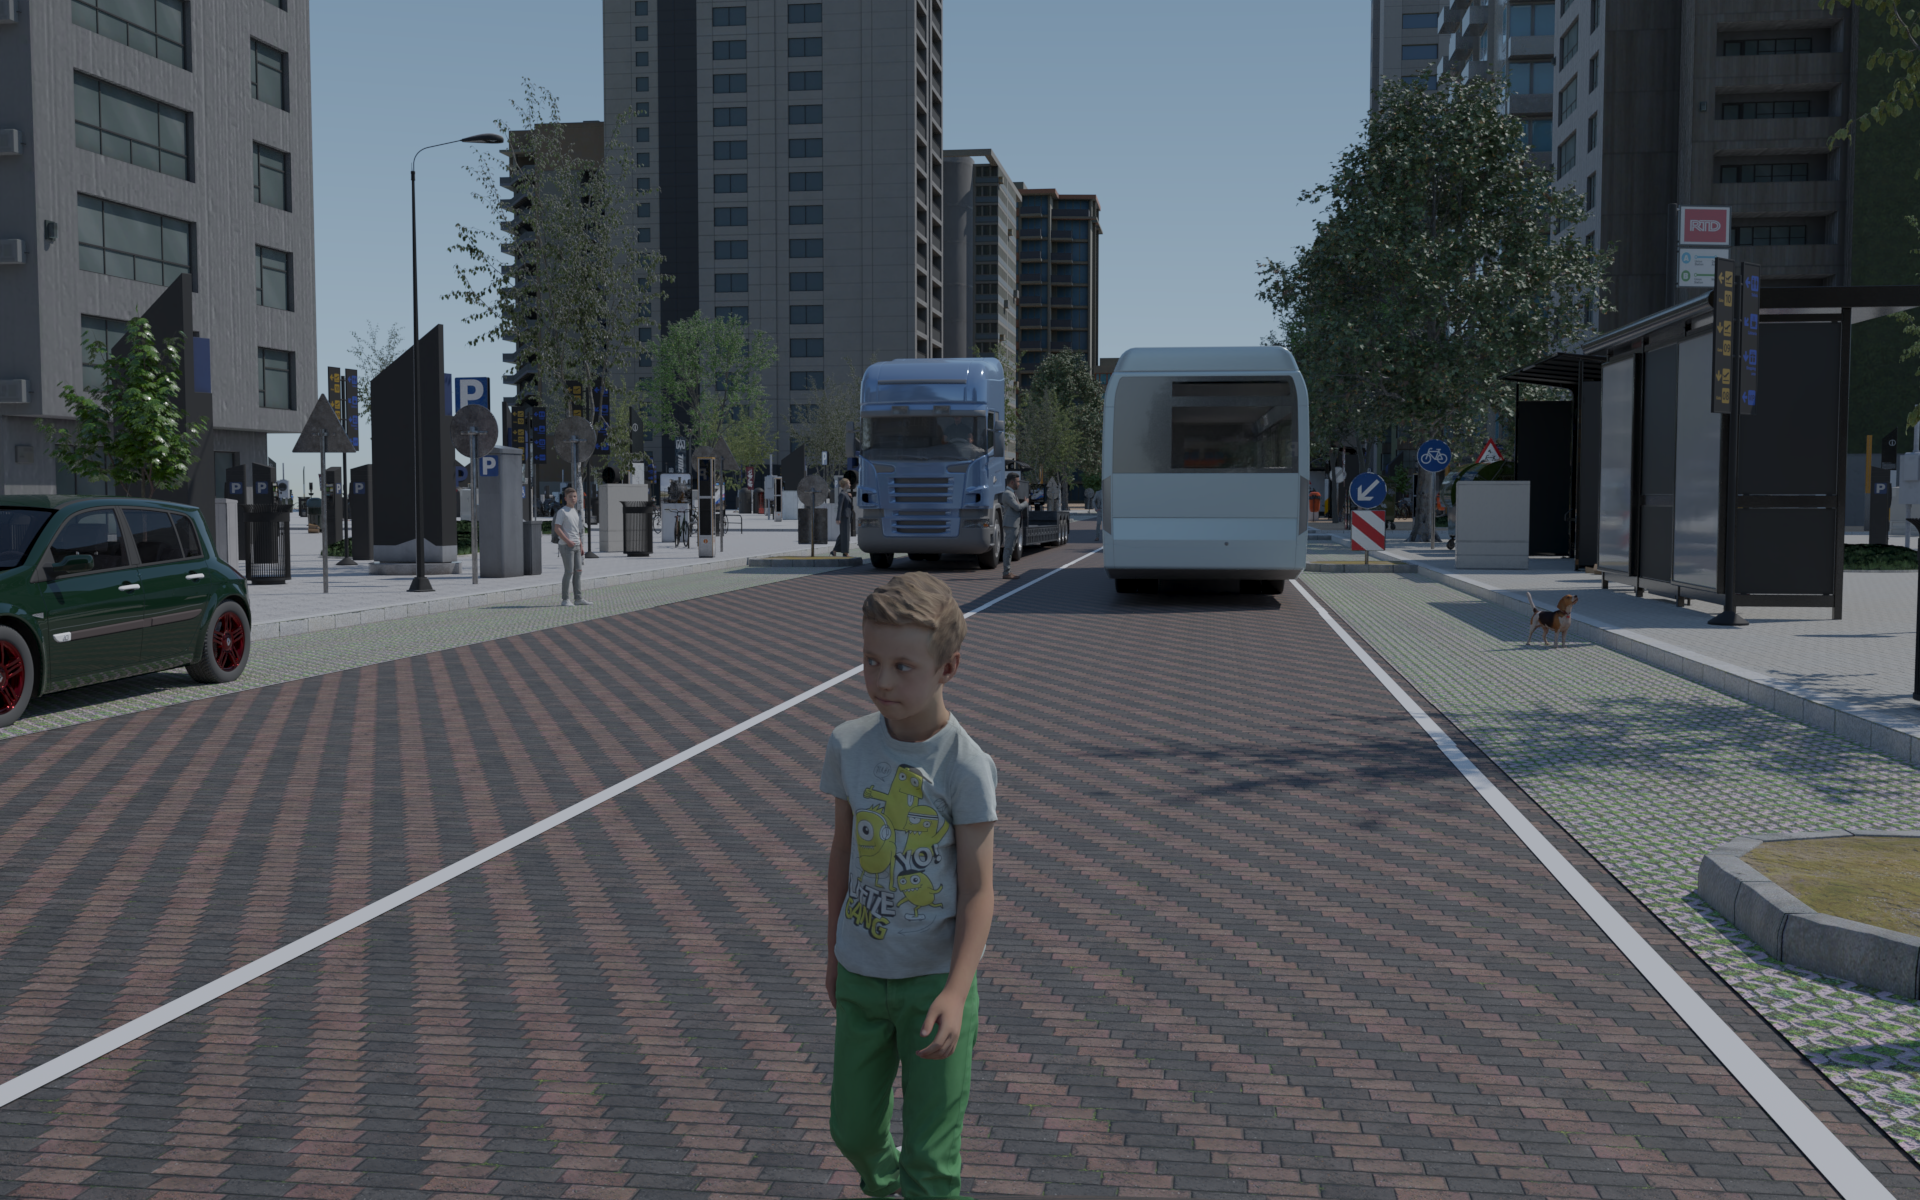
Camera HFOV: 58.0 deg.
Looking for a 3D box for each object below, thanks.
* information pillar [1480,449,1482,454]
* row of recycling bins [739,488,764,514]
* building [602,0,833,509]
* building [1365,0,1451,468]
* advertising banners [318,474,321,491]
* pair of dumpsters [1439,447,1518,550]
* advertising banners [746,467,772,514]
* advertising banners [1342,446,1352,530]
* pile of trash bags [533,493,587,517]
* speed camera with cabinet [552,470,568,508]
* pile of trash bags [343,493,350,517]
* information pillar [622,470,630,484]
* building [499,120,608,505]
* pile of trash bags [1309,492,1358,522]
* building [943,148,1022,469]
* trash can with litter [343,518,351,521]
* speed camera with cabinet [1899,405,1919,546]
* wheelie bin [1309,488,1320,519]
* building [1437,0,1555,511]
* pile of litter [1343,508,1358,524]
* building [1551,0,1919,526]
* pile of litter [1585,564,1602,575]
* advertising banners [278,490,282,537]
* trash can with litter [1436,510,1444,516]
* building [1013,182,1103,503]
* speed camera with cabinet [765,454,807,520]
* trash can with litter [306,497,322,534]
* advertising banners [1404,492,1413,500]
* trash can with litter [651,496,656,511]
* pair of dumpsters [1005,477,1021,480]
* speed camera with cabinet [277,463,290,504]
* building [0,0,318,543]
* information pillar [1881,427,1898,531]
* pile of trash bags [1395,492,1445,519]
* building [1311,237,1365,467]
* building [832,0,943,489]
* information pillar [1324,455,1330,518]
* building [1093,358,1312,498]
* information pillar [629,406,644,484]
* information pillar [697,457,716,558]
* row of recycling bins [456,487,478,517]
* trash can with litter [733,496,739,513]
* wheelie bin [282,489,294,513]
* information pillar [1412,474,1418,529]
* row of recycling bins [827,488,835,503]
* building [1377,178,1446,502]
[{"bbox_3d":[23.679,-5.319,78.315,0.183,3.616,0.504,-3,5,-45],"label":"information pillar"},{"bbox_3d":[-12.704,-6.497,113.331,3.534,1.692,1.069,-1,4,-19],"label":"row of recycling bins"},{"bbox_3d":[-27.342,-46.487,198.312,20.611,71.187,20.563,1,4,8],"label":"building"},{"bbox_3d":[53.944,-39.223,183.299,21.231,58.520,28.212,1,4,8],"label":"building"},{"bbox_3d":[-53.950,-9.314,148.475,2.074,3.025,0.090,0,4,-3],"label":"advertising banners"},{"bbox_3d":[11.566,-2.161,37.823,1.574,2.255,4.437,0,4,8],"label":"pair of dumpsters"},{"bbox_3d":[-12.622,-6.979,110.300,2.074,3.025,0.090,0,4,4],"label":"advertising banners"},{"bbox_3d":[13.979,-4.060,62.572,0.090,3.025,2.074,0,4,5],"label":"advertising banners"},{"bbox_3d":[-22.518,-5.300,96.409,3.447,1.369,1.912,-1,4,-20],"label":"pile of trash bags"},{"bbox_3d":[-32.277,-8.922,140.208,0.660,3.252,2.038,1,4,15],"label":"speed camera with cabinet"},{"bbox_3d":[-31.807,-4.993,91.381,3.447,1.369,1.912,1,4,10],"label":"pile of trash bags"},{"bbox_3d":[-10.307,-3.024,53.936,0.304,2.012,0.304,2,4,31],"label":"information pillar"},{"bbox_3d":[-44.671,-33.929,204.855,14.200,45.320,14.600,1,4,8],"label":"building"},{"bbox_3d":[17.628,-4.246,79.177,3.447,1.369,1.912,1,4,18],"label":"pile of trash bags"},{"bbox_3d":[-6.049,-30.508,190.684,23.993,40.220,32.217,1,4,8],"label":"building"},{"bbox_3d":[-29.329,-4.356,82.276,2.233,1.210,1.678,0,4,4],"label":"trash can with litter"},{"bbox_3d":[21.609,-2.661,37.838,0.660,3.252,2.038,-1,4,-22],"label":"speed camera with cabinet"},{"bbox_3d":[17.858,-4.868,87.500,0.693,1.594,0.980,1,4,14],"label":"wheelie bin"},{"bbox_3d":[44.807,-30.478,117.920,23.786,49.044,30.456,1,4,8],"label":"building"},{"bbox_3d":[16.907,-3.664,73.868,1.176,0.858,1.719,1,4,9],"label":"pile of litter"},{"bbox_3d":[34.242,-18.585,75.560,14.107,30.474,14.160,1,4,8],"label":"building"},{"bbox_3d":[10.637,-0.827,27.488,1.176,0.858,1.719,0,4,1],"label":"pile of litter"},{"bbox_3d":[-21.086,-3.380,51.454,0.090,3.025,2.074,2,4,34],"label":"advertising banners"},{"bbox_3d":[28.117,-5.531,101.489,2.233,1.210,1.678,-1,4,-21],"label":"trash can with litter"},{"bbox_3d":[5.341,-36.168,245.974,28.867,44.769,22.147,1,4,8],"label":"building"},{"bbox_3d":[-8.731,-5.618,86.197,2.038,3.252,0.660,2,4,31],"label":"speed camera with cabinet"},{"bbox_3d":[-21.038,-2.766,56.618,0.624,1.170,1.055,-1,4,-17],"label":"trash can with litter"},{"bbox_3d":[32.619,-7.843,124.422,2.074,3.025,0.090,-2,4,-30],"label":"advertising banners"},{"bbox_3d":[-22.664,-7.025,126.239,1.055,1.170,0.624,0,4,7],"label":"trash can with litter"},{"bbox_3d":[2.468,-5.325,89.550,1.574,2.255,4.437,1,4,8],"label":"pair of dumpsters"},{"bbox_3d":[-43.546,-7.049,109.580,2.038,3.252,0.660,-1,4,-12],"label":"speed camera with cabinet"},{"bbox_3d":[-24.339,-16.526,41.904,14.107,30.474,14.160,1,4,8],"label":"building"},{"bbox_3d":[32.422,-4.226,60.450,0.504,3.616,0.183,2,4,32],"label":"information pillar"},{"bbox_3d":[24.410,-4.971,91.033,1.912,1.369,3.447,-2,4,-25],"label":"pile of trash bags"},{"bbox_3d":[60.862,-33.720,243.203,23.993,40.220,32.217,1,4,8],"label":"building"},{"bbox_3d":[-10.096,-43.609,151.253,20.563,71.187,20.611,1,4,8],"label":"building"},{"bbox_3d":[20.116,-6.302,94.391,0.504,3.616,0.183,2,4,28],"label":"information pillar"},{"bbox_3d":[34.231,-24.442,244.662,28.899,21.520,27.650,1,4,8],"label":"building"},{"bbox_3d":[-8.658,-3.364,46.364,0.183,3.616,0.504,2,4,30],"label":"information pillar"},{"bbox_3d":[-5.092,-1.854,34.810,0.304,2.012,0.304,0,4,2],"label":"information pillar"},{"bbox_3d":[-28.229,-5.421,95.743,3.534,1.692,1.069,0,4,2],"label":"row of recycling bins"},{"bbox_3d":[-14.807,-6.641,119.634,2.233,1.210,1.678,-2,4,-26],"label":"trash can with litter"},{"bbox_3d":[-45.892,-6.742,118.146,0.980,1.594,0.693,0,4,-5],"label":"wheelie bin"},{"bbox_3d":[16.489,-3.532,62.247,0.304,2.012,0.304,-2,4,-29],"label":"information pillar"},{"bbox_3d":[-8.236,-6.944,120.641,3.534,1.692,1.069,2,4,33],"label":"row of recycling bins"},{"bbox_3d":[44.473,-23.134,149.946,14.160,30.474,14.107,1,4,8],"label":"building"}]
